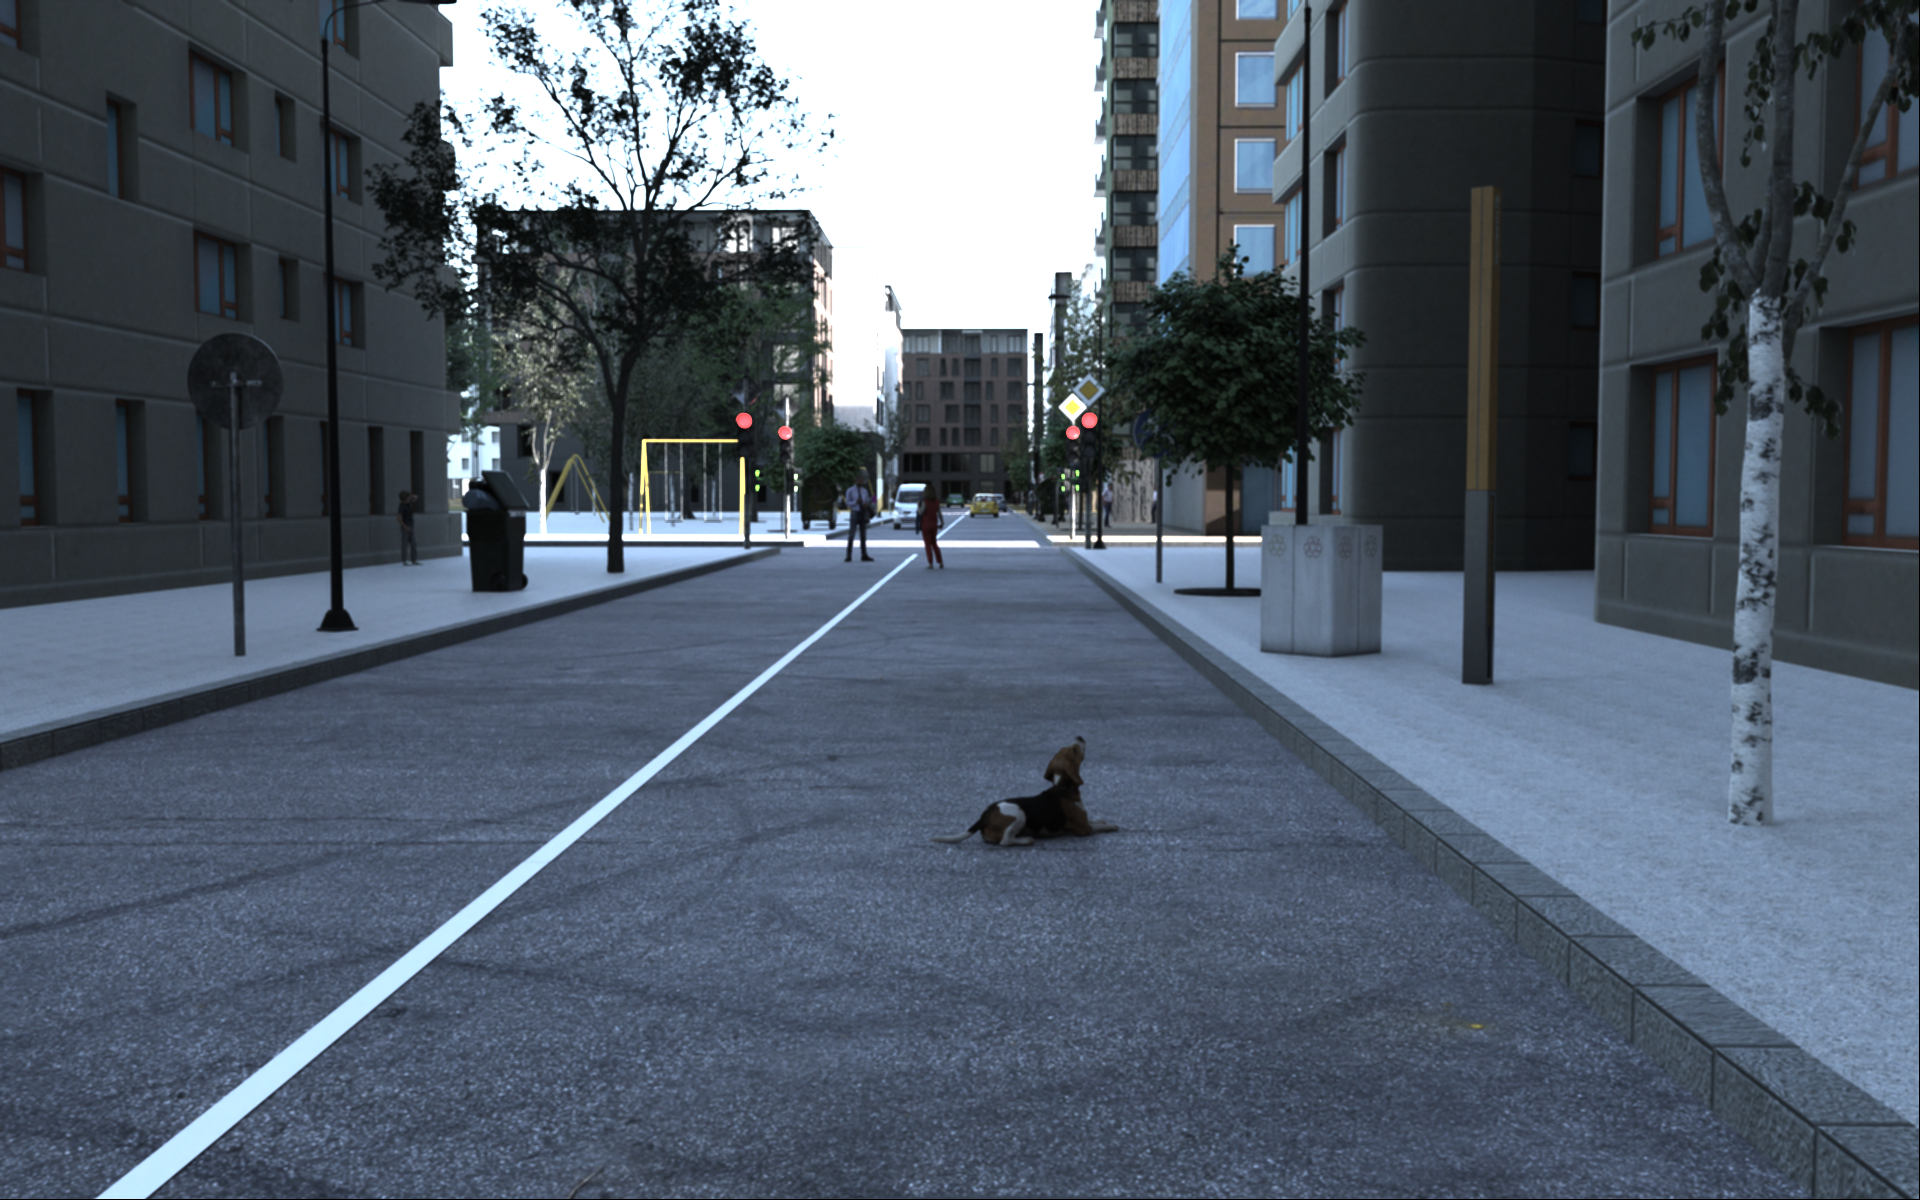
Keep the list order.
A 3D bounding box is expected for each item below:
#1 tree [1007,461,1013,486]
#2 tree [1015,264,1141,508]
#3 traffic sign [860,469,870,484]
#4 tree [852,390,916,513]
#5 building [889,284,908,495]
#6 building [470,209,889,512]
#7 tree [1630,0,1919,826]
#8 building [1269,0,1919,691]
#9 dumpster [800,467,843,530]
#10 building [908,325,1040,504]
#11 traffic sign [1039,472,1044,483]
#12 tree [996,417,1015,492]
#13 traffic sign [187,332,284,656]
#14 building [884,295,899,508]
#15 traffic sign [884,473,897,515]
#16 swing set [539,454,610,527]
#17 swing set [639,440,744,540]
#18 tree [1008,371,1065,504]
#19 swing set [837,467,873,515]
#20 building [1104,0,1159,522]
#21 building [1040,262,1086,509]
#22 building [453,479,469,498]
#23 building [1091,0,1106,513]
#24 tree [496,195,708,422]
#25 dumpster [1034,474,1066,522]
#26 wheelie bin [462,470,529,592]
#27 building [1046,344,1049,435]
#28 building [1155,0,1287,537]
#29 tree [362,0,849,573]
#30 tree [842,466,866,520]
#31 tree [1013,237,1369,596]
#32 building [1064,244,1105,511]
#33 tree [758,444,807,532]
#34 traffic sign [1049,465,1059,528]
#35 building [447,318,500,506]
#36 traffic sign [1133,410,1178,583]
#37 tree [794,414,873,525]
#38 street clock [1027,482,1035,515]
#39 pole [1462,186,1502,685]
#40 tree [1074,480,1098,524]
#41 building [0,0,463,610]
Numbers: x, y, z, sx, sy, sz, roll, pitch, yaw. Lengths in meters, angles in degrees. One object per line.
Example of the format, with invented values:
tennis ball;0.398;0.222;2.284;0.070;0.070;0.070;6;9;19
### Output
tree;4.243;-4.743;61.261;4.285;4.588;4.351;0;3;0
tree;4.162;-6.409;55.153;4.737;8.622;4.395;0;3;0
traffic sign;-4.969;-5.360;87.743;0.768;2.556;0.104;0;4;5
tree;-5.041;-10.378;120.037;4.360;8.622;3.978;0;3;0
building;-22.753;-20.736;183.005;32.646;21.610;27.936;0;4;1
building;-20.970;-18.153;140.773;27.936;21.610;32.646;0;4;1
tree;3.327;-3.433;6.497;4.360;8.622;3.978;0;3;0
building;20.286;-10.845;22.358;27.650;21.520;28.899;0;4;1
dumpster;-5.079;-3.683;62.710;1.502;2.255;1.985;0;4;1
building;6.341;-23.201;223.306;32.646;21.610;27.936;0;4;1
traffic sign;4.752;-6.121;100.186;0.768;2.556;0.104;0;4;7
tree;5.586;-12.938;161.904;4.737;8.622;4.395;0;3;0
traffic sign;-5.718;-0.830;13.678;0.768;2.556;0.104;0;4;2
building;-13.794;-18.731;162.668;16.016;20.091;11.380;0;4;1
traffic sign;-4.183;-6.368;104.230;0.768;2.556;0.104;0;4;6
swing set;-15.338;-4.385;69.314;2.862;2.851;3.119;-1;4;-11
swing set;-7.852;-3.215;50.193;3.119;2.851;2.862;0;4;-5
tree;5.127;-9.355;103.309;4.360;8.622;3.978;0;3;0
swing set;-6.662;-6.380;101.940;3.119;2.851;2.862;2;4;32
building;14.081;-19.206;85.725;14.160;30.474;14.107;0;4;1
building;22.530;-19.846;168.459;27.936;21.610;32.646;0;4;1
building;-52.357;-16.738;215.813;28.070;9.664;9.099;0;4;1
building;19.746;-29.828;107.302;23.786;49.044;30.456;0;4;1
tree;-23.488;-15.623;111.327;12.611;20.169;13.585;0;3;0
dumpster;4.213;-4.735;79.914;1.502;2.255;1.985;0;4;1
wheelie bin;-6.158;-0.917;22.909;0.693;1.594;0.980;1;4;13
building;17.555;-20.437;190.569;16.016;20.091;11.380;0;4;1
building;14.222;-24.899;57.211;14.200;45.320;14.600;0;4;1
tree;-5.711;-5.708;27.737;8.767;10.594;7.601;0;4;6
tree;-5.173;-5.519;84.833;1.663;3.219;1.824;0;3;0
tree;3.456;-2.363;22.355;4.285;4.588;4.351;0;3;0
building;16.498;-17.009;134.522;16.016;20.091;11.380;0;4;1
tree;-5.972;-3.898;58.341;1.663;3.219;1.824;0;3;0
traffic sign;3.687;-3.993;65.396;0.768;2.556;0.104;0;4;8
building;-56.458;-20.339;188.957;11.380;20.091;16.016;0;4;1
traffic sign;2.890;-1.526;25.056;0.768;2.556;0.104;0;4;6
tree;-5.240;-5.374;71.572;4.285;4.588;4.351;0;3;0
street clock;4.435;-6.345;108.314;0.358;2.002;0.471;3;4;38
pole;3.508;-1.088;11.637;0.158;3.312;0.155;0;3;0
tree;5.356;-4.855;73.988;1.663;3.219;1.824;0;3;0
building;-25.053;-10.817;21.897;28.899;21.520;27.650;0;4;1
